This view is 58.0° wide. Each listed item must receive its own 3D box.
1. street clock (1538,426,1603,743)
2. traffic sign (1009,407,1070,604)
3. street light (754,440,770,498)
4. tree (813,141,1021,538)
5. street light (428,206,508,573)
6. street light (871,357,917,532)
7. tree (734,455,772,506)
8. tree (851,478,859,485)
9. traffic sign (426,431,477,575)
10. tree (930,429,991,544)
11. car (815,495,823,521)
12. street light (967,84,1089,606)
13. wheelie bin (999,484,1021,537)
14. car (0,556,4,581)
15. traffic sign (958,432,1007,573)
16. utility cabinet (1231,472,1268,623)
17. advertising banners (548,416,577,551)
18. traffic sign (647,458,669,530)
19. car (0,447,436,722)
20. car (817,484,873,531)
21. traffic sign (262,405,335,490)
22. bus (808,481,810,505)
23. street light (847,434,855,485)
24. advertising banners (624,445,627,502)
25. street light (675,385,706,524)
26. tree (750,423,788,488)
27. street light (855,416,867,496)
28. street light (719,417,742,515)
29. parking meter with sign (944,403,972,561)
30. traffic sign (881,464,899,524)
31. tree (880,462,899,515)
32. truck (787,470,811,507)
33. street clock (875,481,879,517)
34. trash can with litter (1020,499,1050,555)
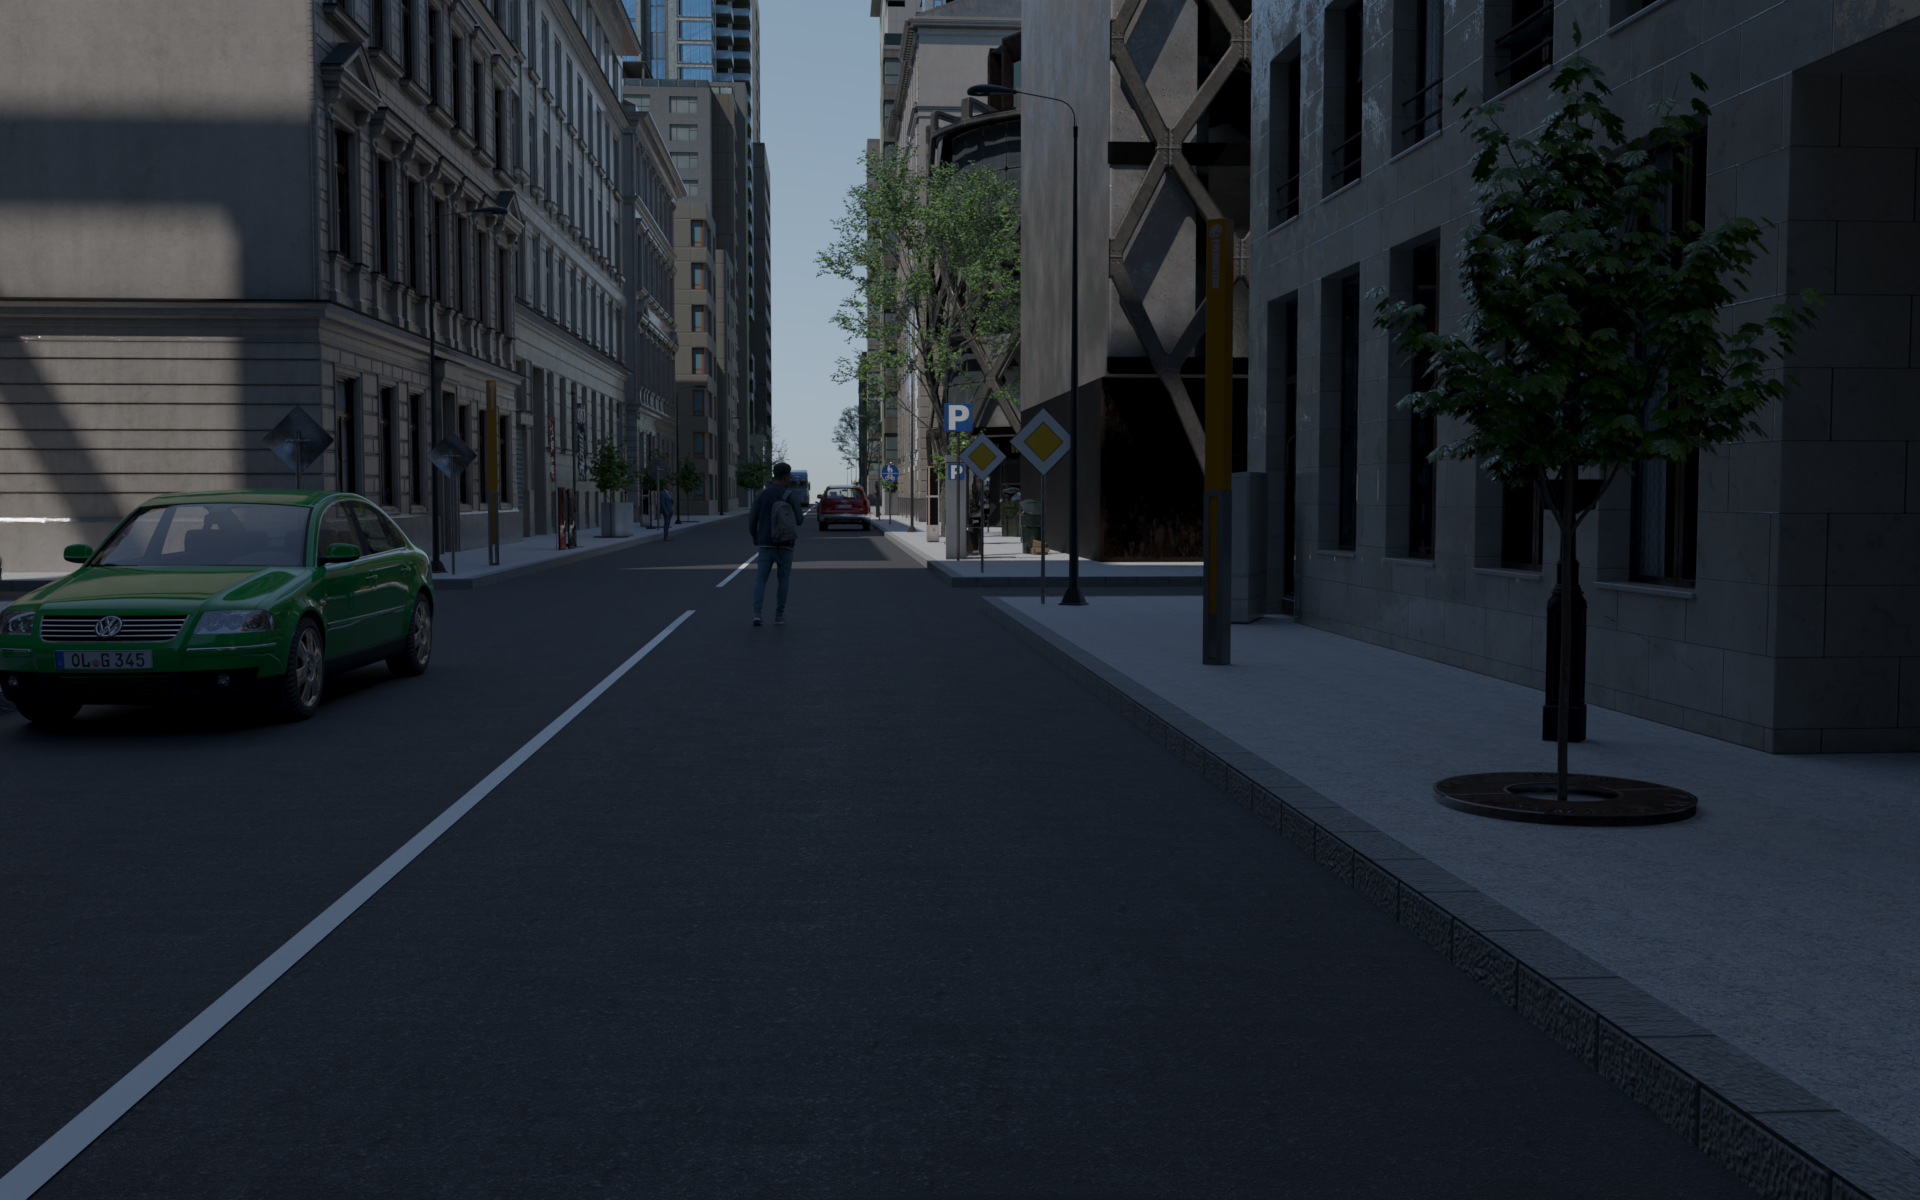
[{"bbox_3d":[3.153,-0.270,8.978,0.358,2.002,0.471,2,4,30],"label":"street clock"},{"bbox_3d":[0.965,-1.011,20.170,0.795,2.450,0.064,0,4,-4],"label":"traffic sign"},{"bbox_3d":[-17.194,-10.823,149.493,1.470,5.913,1.316,0,4,-4],"label":"street light"},{"bbox_3d":[-0.505,-7.689,51.476,9.928,11.665,9.643,0,3,0],"label":"tree"},{"bbox_3d":[-7.998,-3.397,28.085,1.470,5.913,1.316,0,4,-4],"label":"street light"},{"bbox_3d":[-2.145,-5.219,57.868,1.470,5.913,1.316,0,4,-4],"label":"street light"},{"bbox_3d":[-17.444,-9.894,145.481,4.285,4.588,4.351,0,3,0],"label":"tree"},{"bbox_3d":[-12.416,-12.894,205.412,1.663,3.219,1.824,0,3,0],"label":"tree"},{"bbox_3d":[-8.062,-1.460,27.514,0.795,2.450,0.064,0,4,-4],"label":"traffic sign"},{"bbox_3d":[-0.026,-3.034,44.209,1.663,3.219,1.824,0,3,0],"label":"tree"},{"bbox_3d":[-6.797,-5.090,93.014,2.009,1.686,4.222,0,4,-3],"label":"car"},{"bbox_3d":[0.777,-2.893,19.848,1.470,5.913,1.316,0,4,-4],"label":"street light"},{"bbox_3d":[1.607,-2.697,52.002,0.980,1.594,0.693,1,4,21],"label":"wheelie bin"},{"bbox_3d":[-15.792,-0.732,23.760,4.920,1.459,2.131,0,4,-4],"label":"car"},{"bbox_3d":[0.360,-1.498,28.132,0.795,2.450,0.064,0,4,-4],"label":"traffic sign"},{"bbox_3d":[2.871,-0.544,17.571,0.318,1.500,1.173,1,4,19],"label":"utility cabinet"},{"bbox_3d":[-9.132,-2.663,39.722,0.090,3.025,2.074,0,4,3],"label":"advertising banners"},{"bbox_3d":[-10.754,-3.765,61.667,0.768,2.556,0.104,0,4,-1],"label":"traffic sign"},{"bbox_3d":[-5.068,-0.215,12.316,1.959,1.807,4.718,0,4,-3],"label":"car"},{"bbox_3d":[-4.602,-3.707,69.286,2.281,1.827,5.304,0,4,-3],"label":"car"},{"bbox_3d":[-7.456,-0.973,19.552,0.795,2.450,0.064,0,4,-4],"label":"traffic sign"},{"bbox_3d":[-20.371,-13.739,219.484,2.948,3.499,13.247,0,4,-4],"label":"bus"},{"bbox_3d":[-7.822,-9.903,134.458,1.470,5.913,1.316,0,4,-4],"label":"street light"},{"bbox_3d":[-10.651,-3.609,55.193,0.090,3.025,2.074,-1,4,-10],"label":"advertising banners"},{"bbox_3d":[-11.480,-6.191,73.759,1.470,5.913,1.316,0,4,-4],"label":"street light"},{"bbox_3d":[-19.781,-13.946,178.383,4.360,8.622,3.978,0,3,0],"label":"tree"},{"bbox_3d":[-5.338,-7.950,102.516,1.470,5.913,1.316,0,4,-4],"label":"street light"},{"bbox_3d":[-13.826,-8.057,104.265,1.470,5.913,1.316,0,4,-4],"label":"street light"},{"bbox_3d":[-0.054,-2.317,34.138,0.543,3.016,1.738,0,4,-1],"label":"parking meter with sign"},{"bbox_3d":[-2.945,-4.463,73.073,0.768,2.556,0.104,0,4,4],"label":"traffic sign"},{"bbox_3d":[-4.221,-6.745,104.884,1.663,3.219,1.824,0,3,0],"label":"tree"},{"bbox_3d":[-18.641,-12.791,198.884,2.967,4.110,18.799,0,4,-5],"label":"truck"},{"bbox_3d":[-4.538,-5.542,95.176,0.358,2.002,0.471,0,4,2],"label":"street clock"},{"bbox_3d":[1.669,-1.558,36.855,0.624,1.170,1.055,-1,4,-16],"label":"trash can with litter"}]
